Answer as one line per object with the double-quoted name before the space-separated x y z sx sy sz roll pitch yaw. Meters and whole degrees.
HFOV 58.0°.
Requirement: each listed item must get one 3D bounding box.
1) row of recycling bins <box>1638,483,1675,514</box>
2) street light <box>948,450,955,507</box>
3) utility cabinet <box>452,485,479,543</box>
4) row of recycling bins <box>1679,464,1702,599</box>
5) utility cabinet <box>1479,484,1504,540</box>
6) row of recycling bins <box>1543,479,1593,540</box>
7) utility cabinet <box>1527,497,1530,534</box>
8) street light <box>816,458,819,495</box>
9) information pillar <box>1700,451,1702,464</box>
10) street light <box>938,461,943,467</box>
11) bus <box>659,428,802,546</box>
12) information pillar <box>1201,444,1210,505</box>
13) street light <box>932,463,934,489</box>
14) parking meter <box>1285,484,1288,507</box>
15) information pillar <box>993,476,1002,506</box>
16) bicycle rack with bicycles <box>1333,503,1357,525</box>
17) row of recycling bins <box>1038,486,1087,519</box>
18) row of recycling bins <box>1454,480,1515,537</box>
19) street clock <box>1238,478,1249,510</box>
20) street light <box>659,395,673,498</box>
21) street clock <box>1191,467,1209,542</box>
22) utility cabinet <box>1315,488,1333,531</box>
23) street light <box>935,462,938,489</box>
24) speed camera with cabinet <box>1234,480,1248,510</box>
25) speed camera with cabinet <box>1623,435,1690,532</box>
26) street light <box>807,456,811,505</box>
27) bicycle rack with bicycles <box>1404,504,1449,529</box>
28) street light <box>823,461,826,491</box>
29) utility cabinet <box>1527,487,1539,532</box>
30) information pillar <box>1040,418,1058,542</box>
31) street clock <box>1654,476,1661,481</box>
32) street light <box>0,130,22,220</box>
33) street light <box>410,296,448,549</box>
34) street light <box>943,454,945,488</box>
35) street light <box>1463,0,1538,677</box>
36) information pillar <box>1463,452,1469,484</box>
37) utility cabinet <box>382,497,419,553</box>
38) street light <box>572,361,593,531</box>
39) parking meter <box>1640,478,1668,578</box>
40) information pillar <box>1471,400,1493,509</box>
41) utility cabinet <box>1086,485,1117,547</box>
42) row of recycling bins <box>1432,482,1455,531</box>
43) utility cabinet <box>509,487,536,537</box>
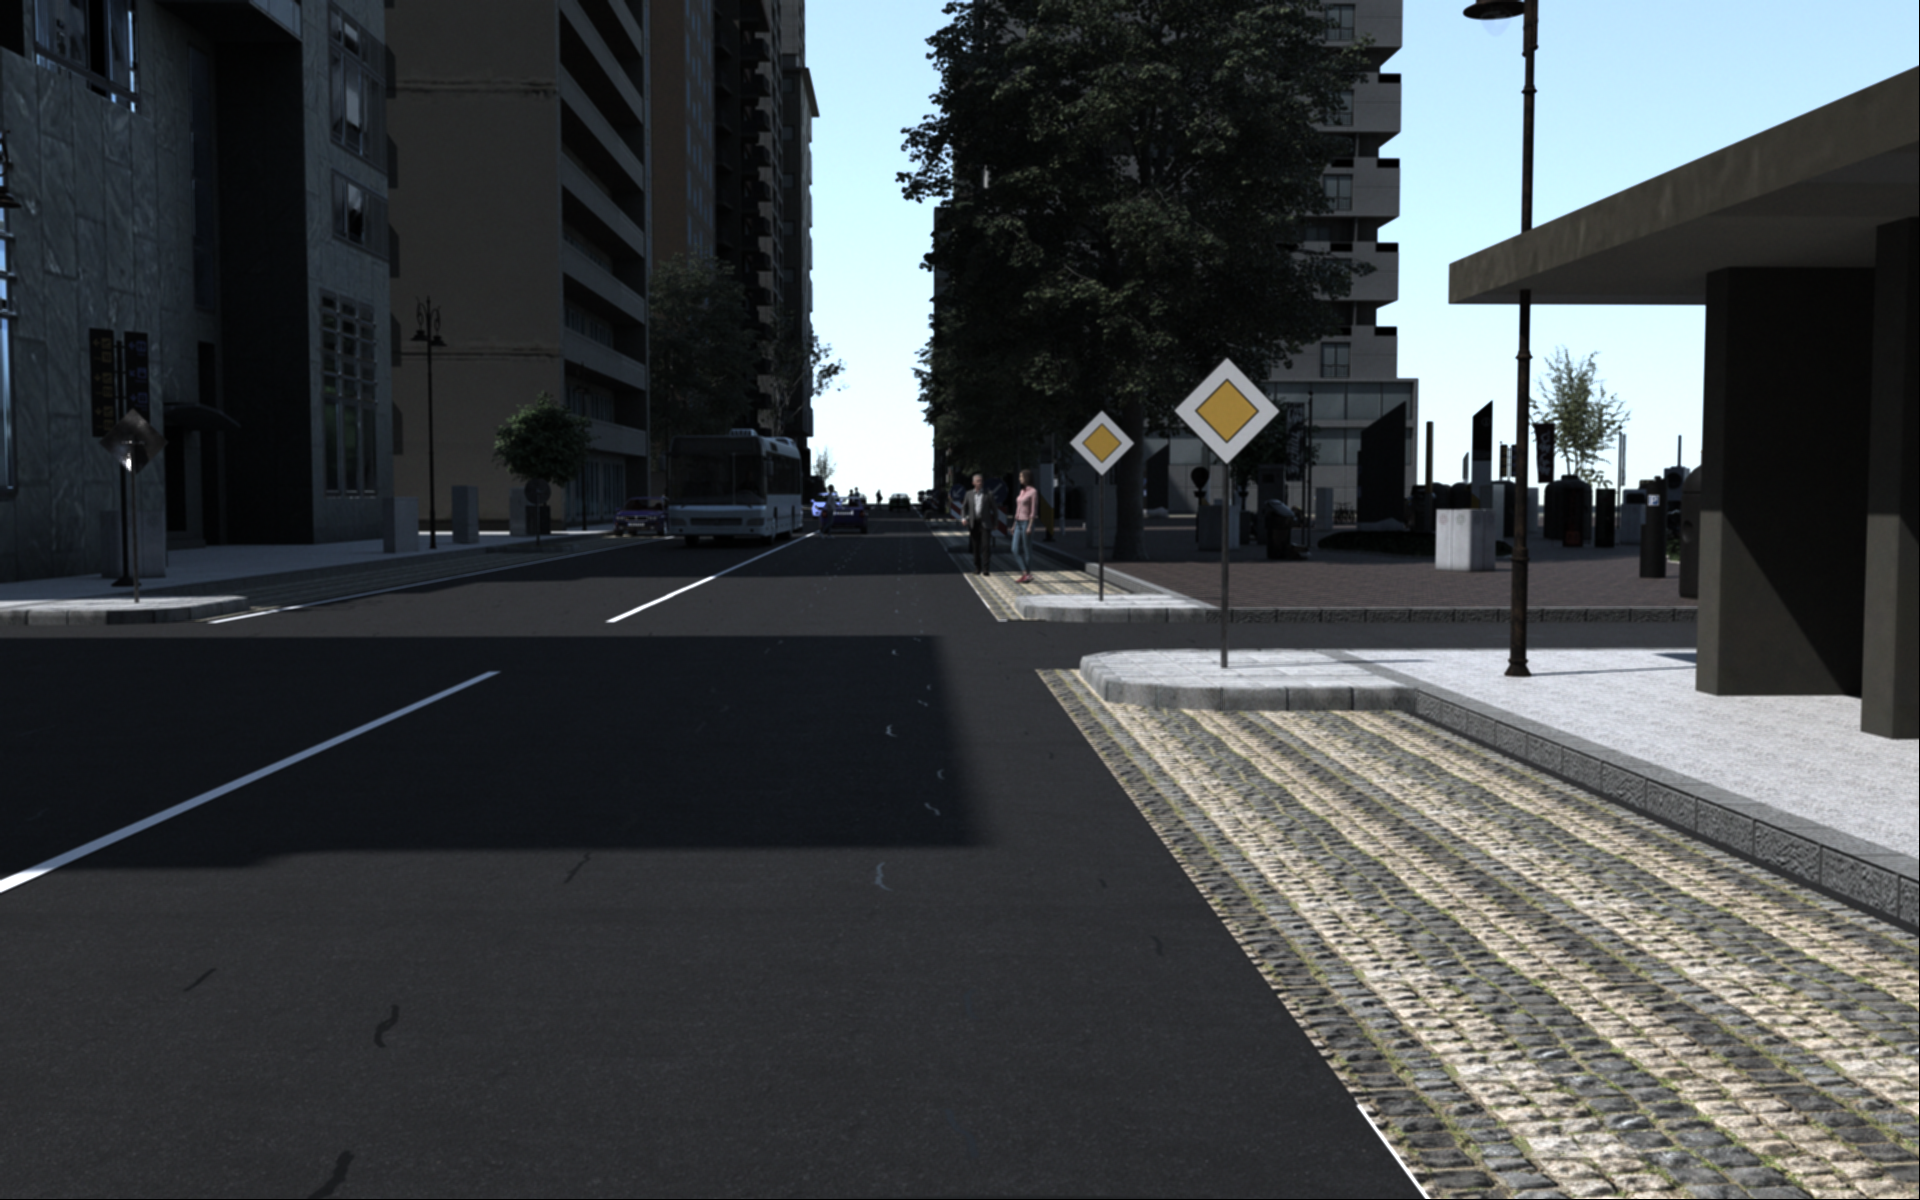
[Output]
"row of recycling bins" 26.278 -3.425 63.106 1.069 1.692 3.534 -2 4 -34
"street light" -0.568 -10.962 152.021 0.468 5.910 1.993 0 4 -2
"utility cabinet" -12.858 -2.224 45.048 0.318 1.500 1.173 -2 4 -35
"row of recycling bins" 10.615 -0.843 20.894 3.534 1.692 1.069 1 4 16
"utility cabinet" 12.081 -1.879 39.405 0.318 1.500 1.173 2 4 30
"row of recycling bins" 17.386 -2.605 49.700 1.069 1.692 3.534 1 4 10
"utility cabinet" 18.166 -2.737 55.916 0.306 1.237 1.020 0 4 8
"street light" -18.110 -15.147 220.442 0.468 5.910 1.993 0 4 -2
"information pillar" 12.656 -1.507 29.126 0.304 2.012 0.304 -1 4 -13
"street light" -1.871 -13.515 193.755 0.468 5.910 1.993 0 4 -2
"bus" -6.464 -3.436 51.041 2.948 3.499 13.247 0 4 -1
"information pillar" 10.236 -4.941 72.136 0.183 3.616 0.504 -2 4 -30
"street light" -3.206 -16.010 234.549 0.468 5.910 1.993 0 4 -2
"parking meter" 16.791 -5.145 89.839 0.255 1.863 0.399 -3 5 -43
"information pillar" 1.549 -4.106 71.619 0.304 2.012 0.304 -1 4 -16
"bicycle rack with bicycles" 16.533 -3.608 72.379 2.925 0.926 2.852 -3 5 -43
"row of recycling bins" 5.335 -5.076 90.112 1.069 1.692 3.534 -3 4 -36
"row of recycling bins" 16.441 -2.840 53.540 1.069 1.692 3.534 0 4 -1
"street clock" 8.976 -3.077 54.881 0.358 2.002 0.471 1 4 11
"street light" -13.684 -6.612 80.894 0.468 5.910 1.993 0 4 -2
"street clock" 6.359 -2.528 45.896 0.471 2.002 0.358 1 4 12
"utility cabinet" 12.694 -3.158 60.314 0.318 1.500 1.173 0 4 -4
"street light" -2.585 -14.773 214.332 0.468 5.910 1.993 0 4 -2
"speed camera with cabinet" 13.775 -5.546 85.017 0.660 3.252 2.038 0 4 7
"speed camera with cabinet" 23.437 -3.914 58.327 2.038 3.252 0.660 3 5 43
"street light" -17.520 -13.900 200.057 0.468 5.910 1.993 0 4 -2
"bicycle rack with bicycles" 17.760 -3.086 63.834 2.852 0.926 2.925 -3 4 -36
"street light" -18.875 -16.422 241.288 0.468 5.910 1.993 0 4 -2
"utility cabinet" 19.137 -3.038 58.354 0.318 1.500 1.173 3 4 36
"information pillar" 2.370 -3.400 46.952 0.183 3.616 0.504 -3 4 -38
"street clock" 27.907 -3.962 69.347 0.358 2.002 0.471 1 4 13
"street light" -11.701 -2.922 20.555 0.468 5.910 1.993 0 4 -2
"street light" -12.386 -4.143 40.533 0.468 5.910 1.993 0 4 -2
"street light" -1.157 -12.184 172.002 0.468 5.910 1.993 0 4 -2
"street light" 3.941 -2.402 12.059 0.468 5.910 1.993 0 4 -2
"information pillar" 27.882 -6.370 95.512 0.504 3.616 0.183 -3 5 -44
"utility cabinet" -12.268 -1.641 37.990 0.306 1.237 1.020 1 4 13
"street light" -13.154 -5.365 60.508 0.468 5.910 1.993 0 4 -2
"parking meter" 10.640 -1.110 26.560 0.372 1.533 0.369 0 3 0
"information pillar" 12.950 -3.156 42.952 0.504 3.616 0.183 1 4 14
"utility cabinet" 3.610 -2.012 41.582 1.173 1.500 0.318 -2 4 -26
"row of recycling bins" 18.152 -3.314 61.296 3.534 1.692 1.069 0 4 -6
"utility cabinet" -13.140 -2.649 51.985 0.318 1.500 1.173 -3 5 -40
